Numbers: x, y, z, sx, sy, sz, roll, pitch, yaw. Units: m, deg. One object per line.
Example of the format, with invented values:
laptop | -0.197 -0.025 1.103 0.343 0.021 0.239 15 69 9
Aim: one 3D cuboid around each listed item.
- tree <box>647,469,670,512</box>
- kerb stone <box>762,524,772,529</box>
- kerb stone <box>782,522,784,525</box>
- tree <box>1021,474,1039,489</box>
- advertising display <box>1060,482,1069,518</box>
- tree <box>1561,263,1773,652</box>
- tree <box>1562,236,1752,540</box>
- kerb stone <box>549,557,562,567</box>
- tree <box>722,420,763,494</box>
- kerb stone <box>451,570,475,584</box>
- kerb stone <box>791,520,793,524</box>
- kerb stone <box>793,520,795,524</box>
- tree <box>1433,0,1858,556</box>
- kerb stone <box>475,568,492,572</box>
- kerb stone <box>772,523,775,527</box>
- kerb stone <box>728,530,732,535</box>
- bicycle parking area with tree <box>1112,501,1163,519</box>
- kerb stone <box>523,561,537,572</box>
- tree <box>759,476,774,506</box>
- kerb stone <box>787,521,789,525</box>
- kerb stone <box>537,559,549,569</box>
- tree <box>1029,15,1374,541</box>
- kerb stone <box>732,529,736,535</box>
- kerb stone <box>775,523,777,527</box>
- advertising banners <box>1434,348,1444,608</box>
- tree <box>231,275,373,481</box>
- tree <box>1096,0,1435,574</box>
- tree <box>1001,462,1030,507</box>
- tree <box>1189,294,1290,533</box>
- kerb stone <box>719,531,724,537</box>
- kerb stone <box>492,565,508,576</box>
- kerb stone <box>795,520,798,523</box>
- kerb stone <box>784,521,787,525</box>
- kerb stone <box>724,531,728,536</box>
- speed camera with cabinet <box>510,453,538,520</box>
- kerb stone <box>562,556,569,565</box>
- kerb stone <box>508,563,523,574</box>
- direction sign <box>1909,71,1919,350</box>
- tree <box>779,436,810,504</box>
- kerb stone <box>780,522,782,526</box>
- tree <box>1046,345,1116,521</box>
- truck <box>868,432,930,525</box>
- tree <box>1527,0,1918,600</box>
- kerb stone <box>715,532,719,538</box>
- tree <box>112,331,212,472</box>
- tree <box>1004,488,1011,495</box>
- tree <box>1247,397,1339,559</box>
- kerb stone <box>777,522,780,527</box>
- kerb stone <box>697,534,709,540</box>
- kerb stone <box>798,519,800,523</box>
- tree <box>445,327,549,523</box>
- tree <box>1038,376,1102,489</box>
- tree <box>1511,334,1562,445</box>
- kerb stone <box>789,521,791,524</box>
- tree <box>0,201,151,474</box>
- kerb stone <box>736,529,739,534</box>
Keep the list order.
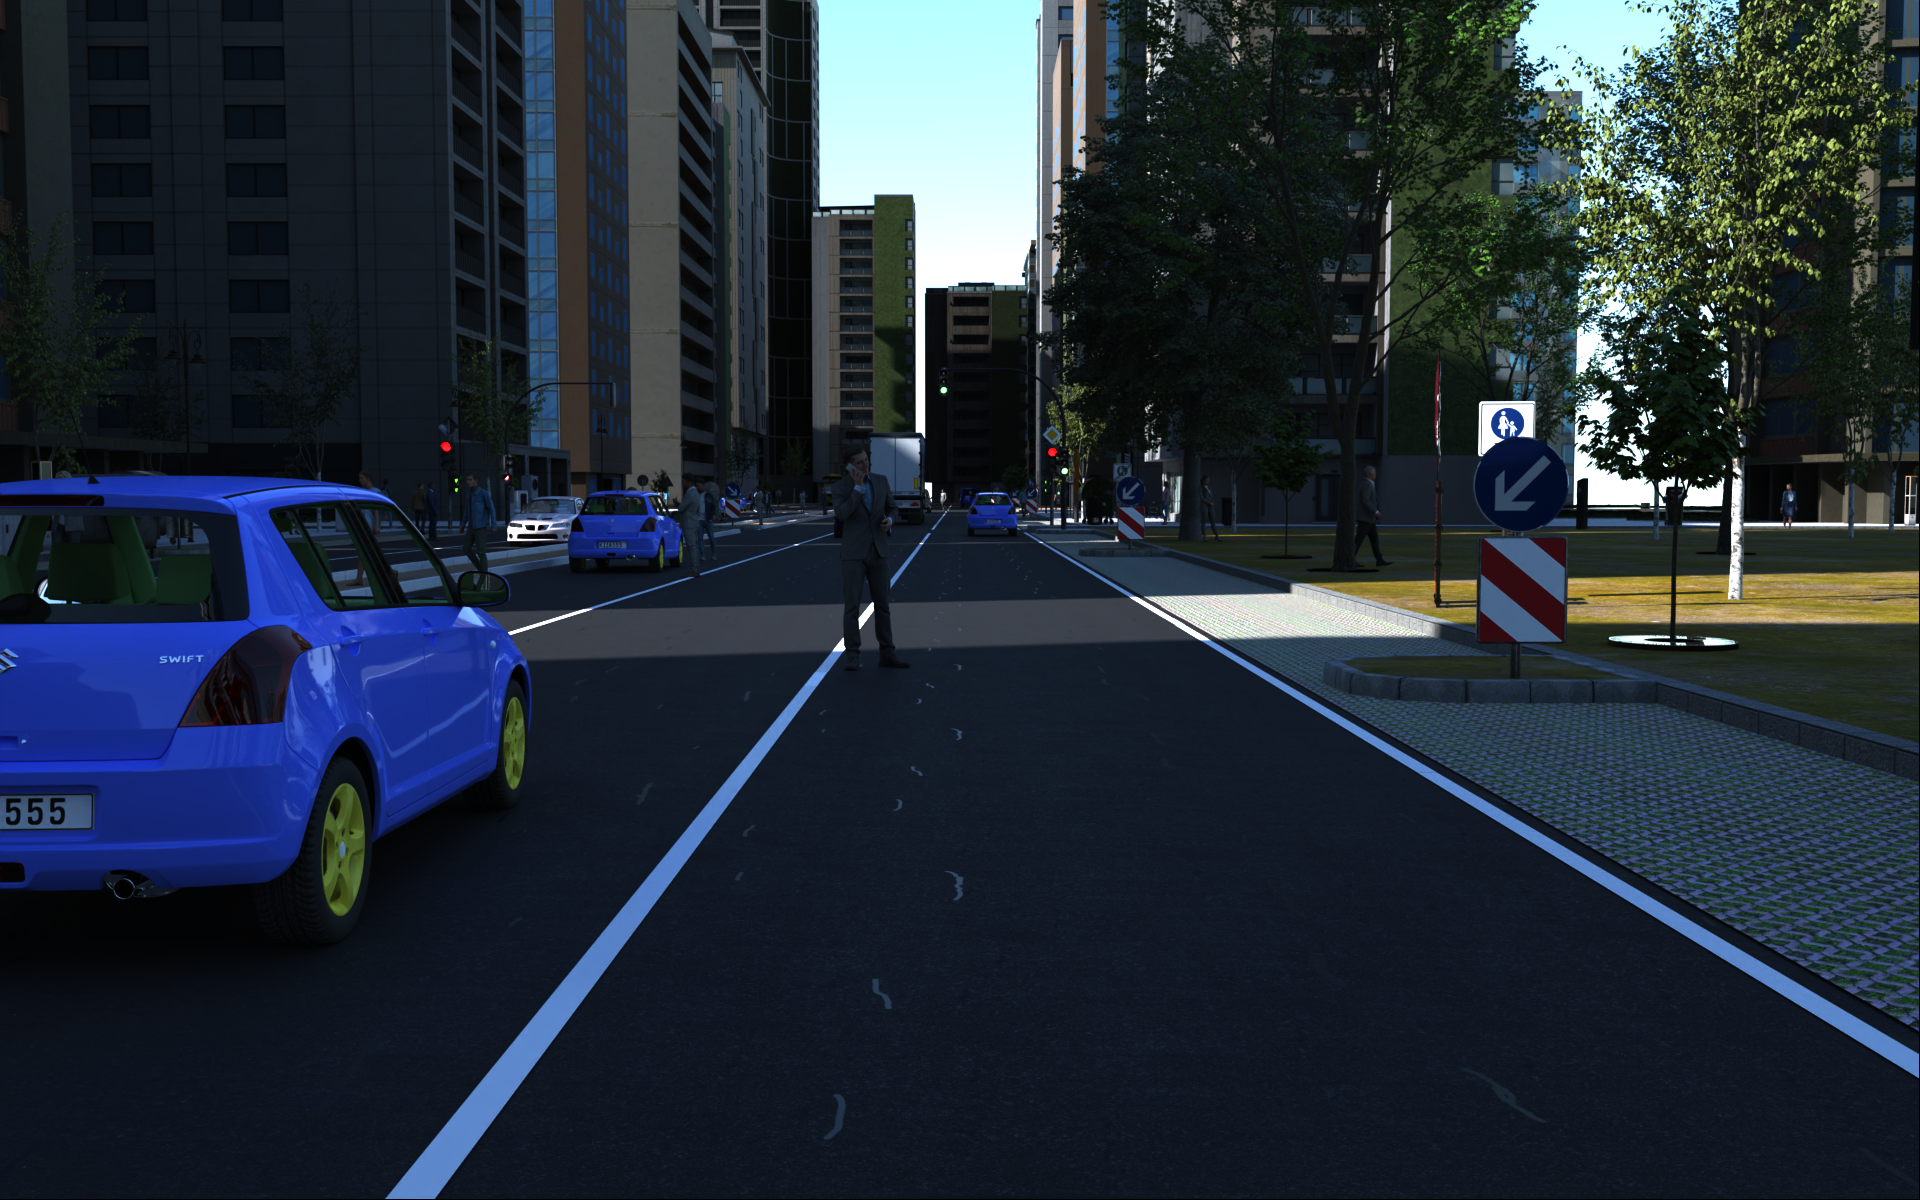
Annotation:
tree | -21.119 -7.866 123.211 1.663 3.219 1.824 0 3 0
kerb stone | -8.120 -3.088 72.755 0.120 0.150 1.000 0 3 0
kerb stone | -8.120 -3.406 77.880 0.120 0.150 1.000 0 3 0
tree | 6.628 -10.152 160.578 1.663 3.219 1.824 0 3 0
advertising display | 5.673 -5.425 93.918 0.123 1.923 0.974 -1 4 -21
tree | 6.136 -1.221 14.571 1.663 3.219 1.824 0 3 0
tree | 19.366 -5.952 47.685 4.360 8.622 3.978 0 3 0
kerb stone | -8.108 -0.741 34.303 0.120 0.150 1.000 0 3 0
tree | -21.195 -13.292 167.678 4.360 8.622 3.978 0 3 0
kerb stone | -8.123 -0.363 28.129 0.120 0.150 1.000 0 3 0
kerb stone | -8.115 -3.656 81.985 0.120 0.150 1.000 0 3 0
kerb stone | -8.114 -3.720 83.011 0.120 0.150 1.000 0 3 0
tree | 16.272 -6.756 36.215 9.928 11.665 9.643 0 3 0
kerb stone | -8.121 -0.426 29.163 0.120 0.150 1.000 0 3 0
kerb stone | -8.116 -3.152 73.777 0.120 0.150 1.000 0 3 0
kerb stone | -8.109 -2.308 59.943 0.120 0.150 1.000 0 3 0
bicycle parking area with tree | 11.563 -6.441 92.316 8.231 4.147 9.016 0 4 7
kerb stone | -8.116 -0.615 32.255 0.120 0.150 1.000 0 3 0
tree | -20.956 -11.877 188.789 1.663 3.219 1.824 0 3 0
kerb stone | -8.122 -3.531 79.935 0.120 0.150 1.000 0 3 0
kerb stone | -8.116 -0.675 33.277 0.120 0.150 1.000 0 3 0
tree | 6.302 -8.617 47.540 9.857 13.997 8.962 0 3 0
kerb stone | -8.113 -2.371 60.970 0.120 0.150 1.000 0 3 0
kerb stone | -8.113 -3.217 74.799 0.120 0.150 1.000 0 3 0
advertising banners | 5.623 -1.478 20.346 0.090 3.025 2.074 1 4 15
tree | -21.714 -6.578 57.920 4.360 8.622 3.978 0 3 0
tree | 6.231 -6.259 28.086 9.928 11.665 9.643 0 3 0
tree | 5.808 -11.931 178.791 4.285 4.588 4.351 0 3 0
tree | 8.996 -6.509 56.784 4.360 8.622 3.978 0 3 0
kerb stone | -8.107 -2.179 57.886 0.120 0.150 1.000 0 3 0
kerb stone | -8.116 -0.490 30.208 0.120 0.150 1.000 0 3 0
kerb stone | -8.103 -3.782 84.038 0.120 0.150 1.000 0 3 0
kerb stone | -8.112 -3.469 78.913 0.120 0.150 1.000 0 3 0
kerb stone | -8.116 -2.242 58.908 0.120 0.150 1.000 0 3 0
speed camera with cabinet | -20.790 -5.389 82.453 0.660 3.252 2.038 1 4 12
kerb stone | -8.114 -0.803 35.331 0.120 0.150 1.000 0 3 0
kerb stone | -8.119 -0.553 31.230 0.120 0.150 1.000 0 3 0
direction sign | 5.530 -1.052 9.197 0.876 3.537 0.379 2 4 24
tree | -21.099 -16.503 220.184 4.737 8.622 4.395 0 3 0
kerb stone | -8.109 -3.341 76.854 0.120 0.150 1.000 0 3 0
tree | 5.796 -7.998 81.125 4.737 8.622 4.395 0 3 0
truck | -2.958 -5.829 84.220 2.839 4.237 11.283 0 4 0
tree | 9.237 -4.317 20.950 4.737 8.622 4.395 0 3 0
kerb stone | -8.114 -2.120 56.864 0.120 0.150 1.000 0 3 0
tree | -36.505 -7.858 78.846 4.360 8.622 3.978 0 3 0
tree | 6.321 -13.153 209.651 1.663 3.219 1.824 0 3 0
tree | 6.499 -2.456 34.764 1.663 3.219 1.824 0 3 0
kerb stone | -8.104 -3.276 75.828 0.120 0.150 1.000 0 3 0
kerb stone | -8.122 -1.995 54.814 0.120 0.150 1.000 0 3 0
kerb stone | -8.108 -3.845 85.061 0.120 0.150 1.000 0 3 0
tree | -20.806 -7.752 77.103 4.737 8.622 4.395 0 3 0
tree | 6.888 -9.706 109.063 4.360 8.622 3.978 0 3 0
tree | 26.519 -7.879 79.181 4.360 8.622 3.978 0 3 0
kerb stone | -8.109 -3.591 80.962 0.120 0.150 1.000 0 3 0
tree | -23.456 -5.760 44.533 4.737 8.622 4.395 0 3 0
kerb stone | -8.114 -2.434 61.992 0.120 0.150 1.000 0 3 0
